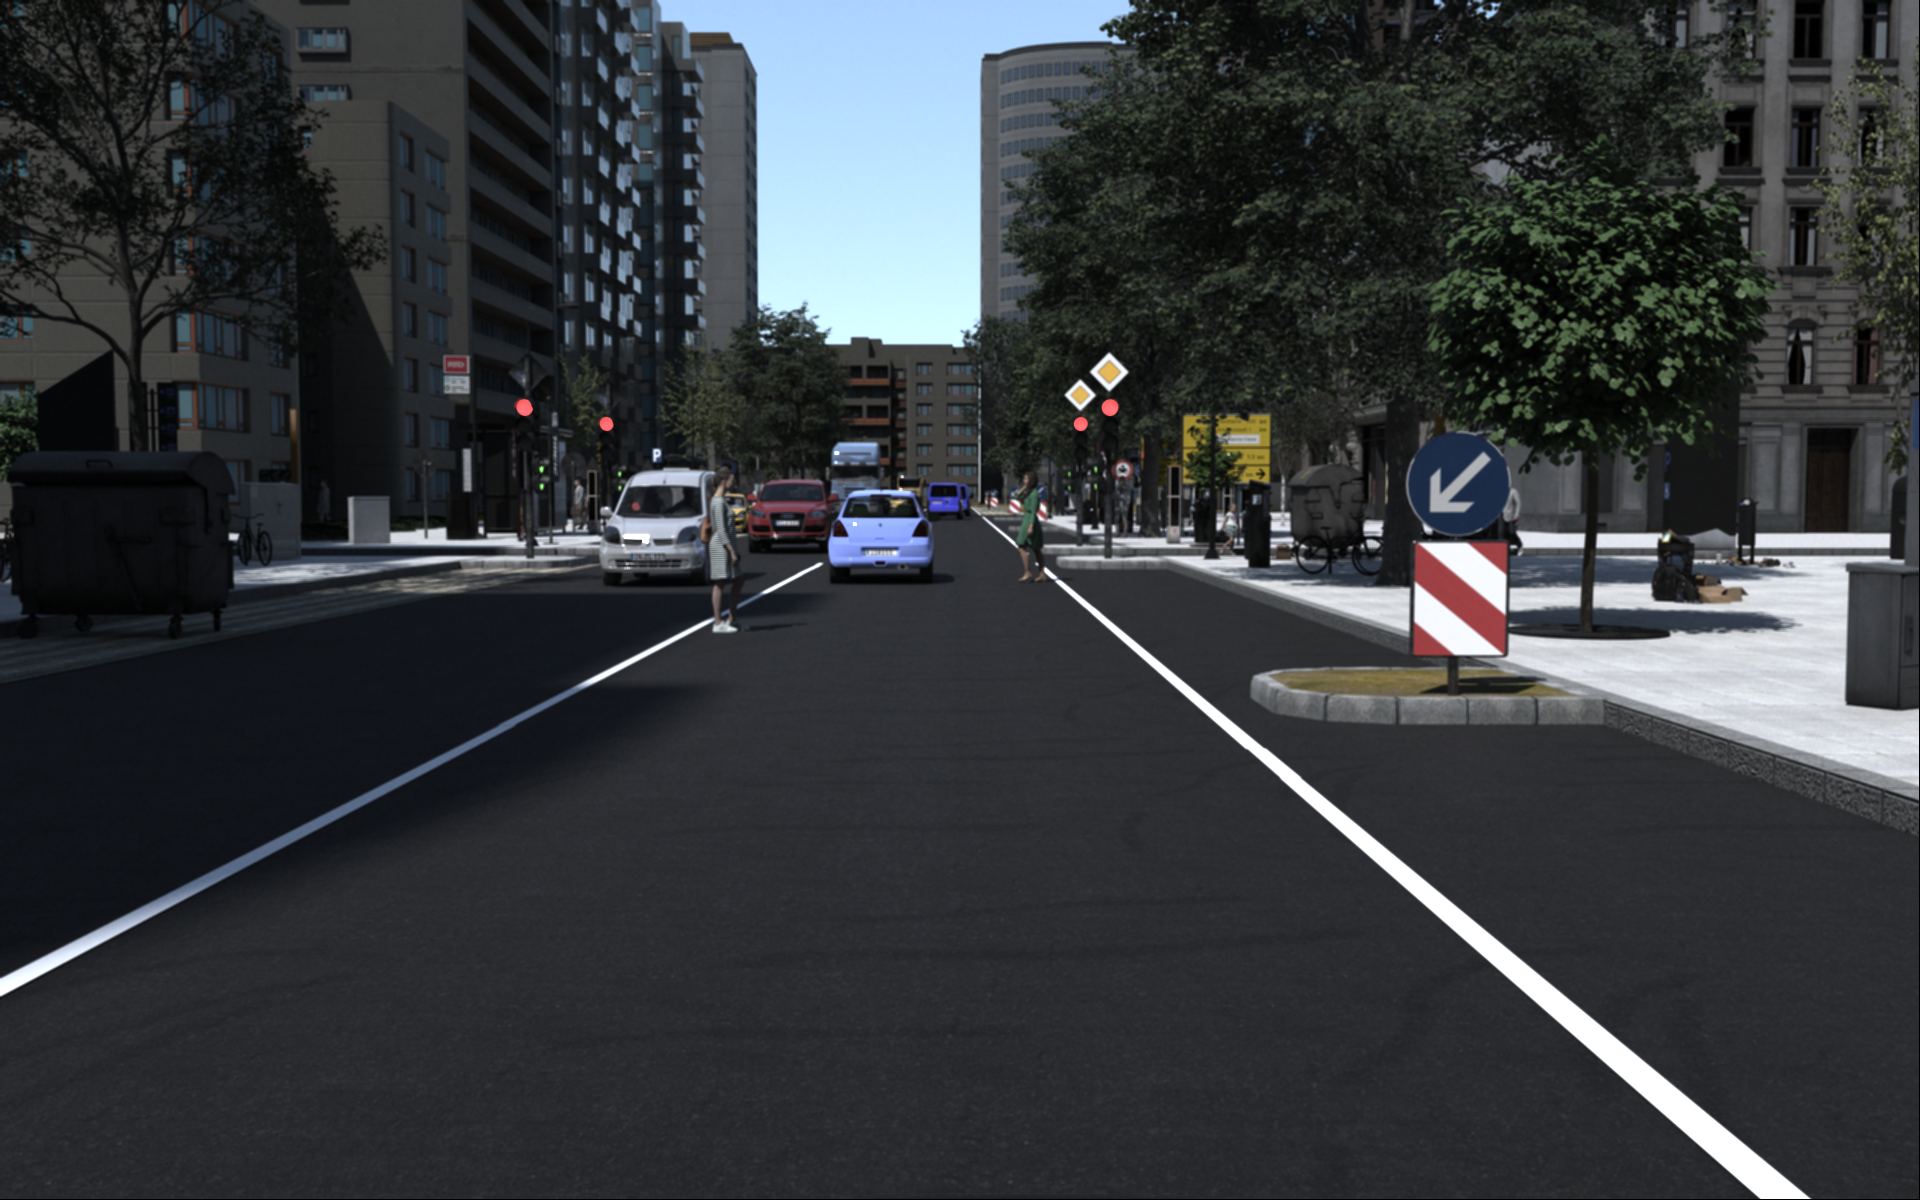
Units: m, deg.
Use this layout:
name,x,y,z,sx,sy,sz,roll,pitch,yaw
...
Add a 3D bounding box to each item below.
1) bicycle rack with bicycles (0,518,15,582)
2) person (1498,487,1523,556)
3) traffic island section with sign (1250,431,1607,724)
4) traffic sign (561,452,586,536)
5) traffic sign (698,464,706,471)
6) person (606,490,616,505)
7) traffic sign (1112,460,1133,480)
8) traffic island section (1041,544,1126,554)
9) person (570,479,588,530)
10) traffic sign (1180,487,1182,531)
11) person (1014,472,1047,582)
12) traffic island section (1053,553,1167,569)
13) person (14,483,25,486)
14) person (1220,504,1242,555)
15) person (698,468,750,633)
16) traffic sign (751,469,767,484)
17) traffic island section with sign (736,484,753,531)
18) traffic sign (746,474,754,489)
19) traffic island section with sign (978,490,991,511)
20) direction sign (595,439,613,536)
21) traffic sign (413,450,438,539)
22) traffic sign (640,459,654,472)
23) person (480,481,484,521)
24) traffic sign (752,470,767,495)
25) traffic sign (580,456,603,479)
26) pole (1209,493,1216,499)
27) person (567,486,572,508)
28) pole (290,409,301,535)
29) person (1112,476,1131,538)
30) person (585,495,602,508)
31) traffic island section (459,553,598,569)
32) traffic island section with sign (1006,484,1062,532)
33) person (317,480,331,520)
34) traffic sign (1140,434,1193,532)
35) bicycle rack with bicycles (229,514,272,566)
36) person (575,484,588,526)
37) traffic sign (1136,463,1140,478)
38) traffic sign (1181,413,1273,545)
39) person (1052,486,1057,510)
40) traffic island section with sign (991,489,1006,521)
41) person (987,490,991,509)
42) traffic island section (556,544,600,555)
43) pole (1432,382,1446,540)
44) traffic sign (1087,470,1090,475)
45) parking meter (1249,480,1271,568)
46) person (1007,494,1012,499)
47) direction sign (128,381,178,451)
name,x,y,z,sx,sy,sz,roll,pitch,yaw
bicycle rack with bicycles,-13.617,-0.751,25.664,2.852,0.926,2.925,0,4,4
person,12.620,-1.927,39.860,0.795,1.843,0.661,-3,5,-40
traffic island section with sign,3.041,-0.189,11.719,1.989,1.847,2.006,0,4,0
traffic sign,-11.724,-3.207,52.541,0.768,2.556,0.104,0,4,2
traffic sign,-11.012,-4.518,73.865,0.884,2.594,0.081,1,4,9
person,-22.466,-6.433,111.409,0.721,1.800,0.419,0,4,-5
traffic sign,6.018,-3.917,64.143,0.768,2.556,0.104,0,4,1
traffic island section,2.952,-1.235,42.474,2.009,0.180,2.903,0,4,0
person,-13.663,-3.424,62.153,0.853,1.813,0.709,-2,4,-34
traffic sign,7.729,-3.704,60.665,0.768,2.556,0.104,0,4,2
person,1.171,-1.182,28.078,0.529,1.795,0.600,-1,4,-14
traffic island section,2.971,-0.747,34.489,2.009,0.180,2.903,0,4,0
person,-12.154,-0.990,22.797,0.480,1.755,0.524,1,4,20
person,6.352,-1.653,40.536,0.505,1.210,0.382,-2,4,-35
person,-2.446,-0.516,17.937,0.522,1.701,0.512,0,4,-6
traffic sign,-10.496,-5.540,90.585,0.884,2.594,0.081,0,4,2
traffic island section with sign,-8.316,-3.574,67.057,1.989,1.847,2.006,0,4,0
traffic sign,-12.935,-6.598,107.976,0.768,2.556,0.104,0,4,3
traffic island section with sign,2.718,-8.299,144.314,1.989,1.847,2.006,0,4,0
direction sign,-10.826,-3.709,52.642,0.379,3.537,0.876,0,4,-1
traffic sign,-15.416,-3.048,49.944,0.768,2.556,0.104,1,4,9
traffic sign,-11.523,-3.910,63.938,0.884,2.594,0.081,0,4,1
person,-19.384,-4.018,71.098,0.648,1.900,0.474,1,4,20
traffic sign,-10.436,-5.500,90.037,0.768,2.556,0.104,0,4,8
traffic sign,-12.668,-3.651,59.690,0.884,2.594,0.081,1,4,8
pole,8.325,-3.864,57.013,0.158,3.312,0.155,0,3,0
person,-23.762,-6.127,106.335,0.853,1.813,0.709,2,4,25
pole,-15.984,-2.924,41.644,0.158,3.312,0.155,0,3,0
person,4.742,-2.719,50.600,0.391,1.810,0.635,-3,5,-44
person,-12.795,-3.323,60.474,0.616,1.811,0.778,-1,4,-20
traffic island section,-8.571,-0.745,34.468,2.009,0.180,2.903,0,4,0
traffic island section with sign,2.897,-3.575,67.073,1.989,1.847,2.006,0,4,0
person,-23.293,-3.501,63.394,0.767,1.812,0.694,-1,4,-17
traffic sign,7.192,-3.941,58.304,2.265,3.308,0.079,1,4,9
bicycle rack with bicycles,-13.954,-1.092,31.237,2.852,0.926,2.925,-3,4,-36
person,-15.014,-3.854,69.273,0.699,1.804,1.509,1,4,17
traffic sign,7.000,-3.985,65.262,0.768,2.556,0.104,0,4,7
traffic sign,6.712,-3.046,43.678,2.265,3.308,0.079,0,4,7
person,6.405,-6.795,117.309,0.590,1.801,0.661,3,4,37
traffic island section with sign,2.845,-5.227,94.087,1.989,1.847,2.006,0,4,0
person,2.611,-9.207,159.127,0.705,1.812,1.348,0,4,3
traffic island section,-8.589,-1.234,42.453,2.009,0.180,2.903,0,4,0
pole,8.790,-2.319,31.754,0.158,3.312,0.155,0,3,0
traffic sign,6.608,-5.194,85.020,0.768,2.556,0.104,0,4,3
parking meter,5.241,-1.338,30.282,0.372,1.533,0.369,0,3,0
person,5.027,-9.774,165.939,1.348,1.812,0.705,3,4,36
direction sign,-16.319,-2.635,35.084,0.876,3.537,0.379,-2,4,-29
